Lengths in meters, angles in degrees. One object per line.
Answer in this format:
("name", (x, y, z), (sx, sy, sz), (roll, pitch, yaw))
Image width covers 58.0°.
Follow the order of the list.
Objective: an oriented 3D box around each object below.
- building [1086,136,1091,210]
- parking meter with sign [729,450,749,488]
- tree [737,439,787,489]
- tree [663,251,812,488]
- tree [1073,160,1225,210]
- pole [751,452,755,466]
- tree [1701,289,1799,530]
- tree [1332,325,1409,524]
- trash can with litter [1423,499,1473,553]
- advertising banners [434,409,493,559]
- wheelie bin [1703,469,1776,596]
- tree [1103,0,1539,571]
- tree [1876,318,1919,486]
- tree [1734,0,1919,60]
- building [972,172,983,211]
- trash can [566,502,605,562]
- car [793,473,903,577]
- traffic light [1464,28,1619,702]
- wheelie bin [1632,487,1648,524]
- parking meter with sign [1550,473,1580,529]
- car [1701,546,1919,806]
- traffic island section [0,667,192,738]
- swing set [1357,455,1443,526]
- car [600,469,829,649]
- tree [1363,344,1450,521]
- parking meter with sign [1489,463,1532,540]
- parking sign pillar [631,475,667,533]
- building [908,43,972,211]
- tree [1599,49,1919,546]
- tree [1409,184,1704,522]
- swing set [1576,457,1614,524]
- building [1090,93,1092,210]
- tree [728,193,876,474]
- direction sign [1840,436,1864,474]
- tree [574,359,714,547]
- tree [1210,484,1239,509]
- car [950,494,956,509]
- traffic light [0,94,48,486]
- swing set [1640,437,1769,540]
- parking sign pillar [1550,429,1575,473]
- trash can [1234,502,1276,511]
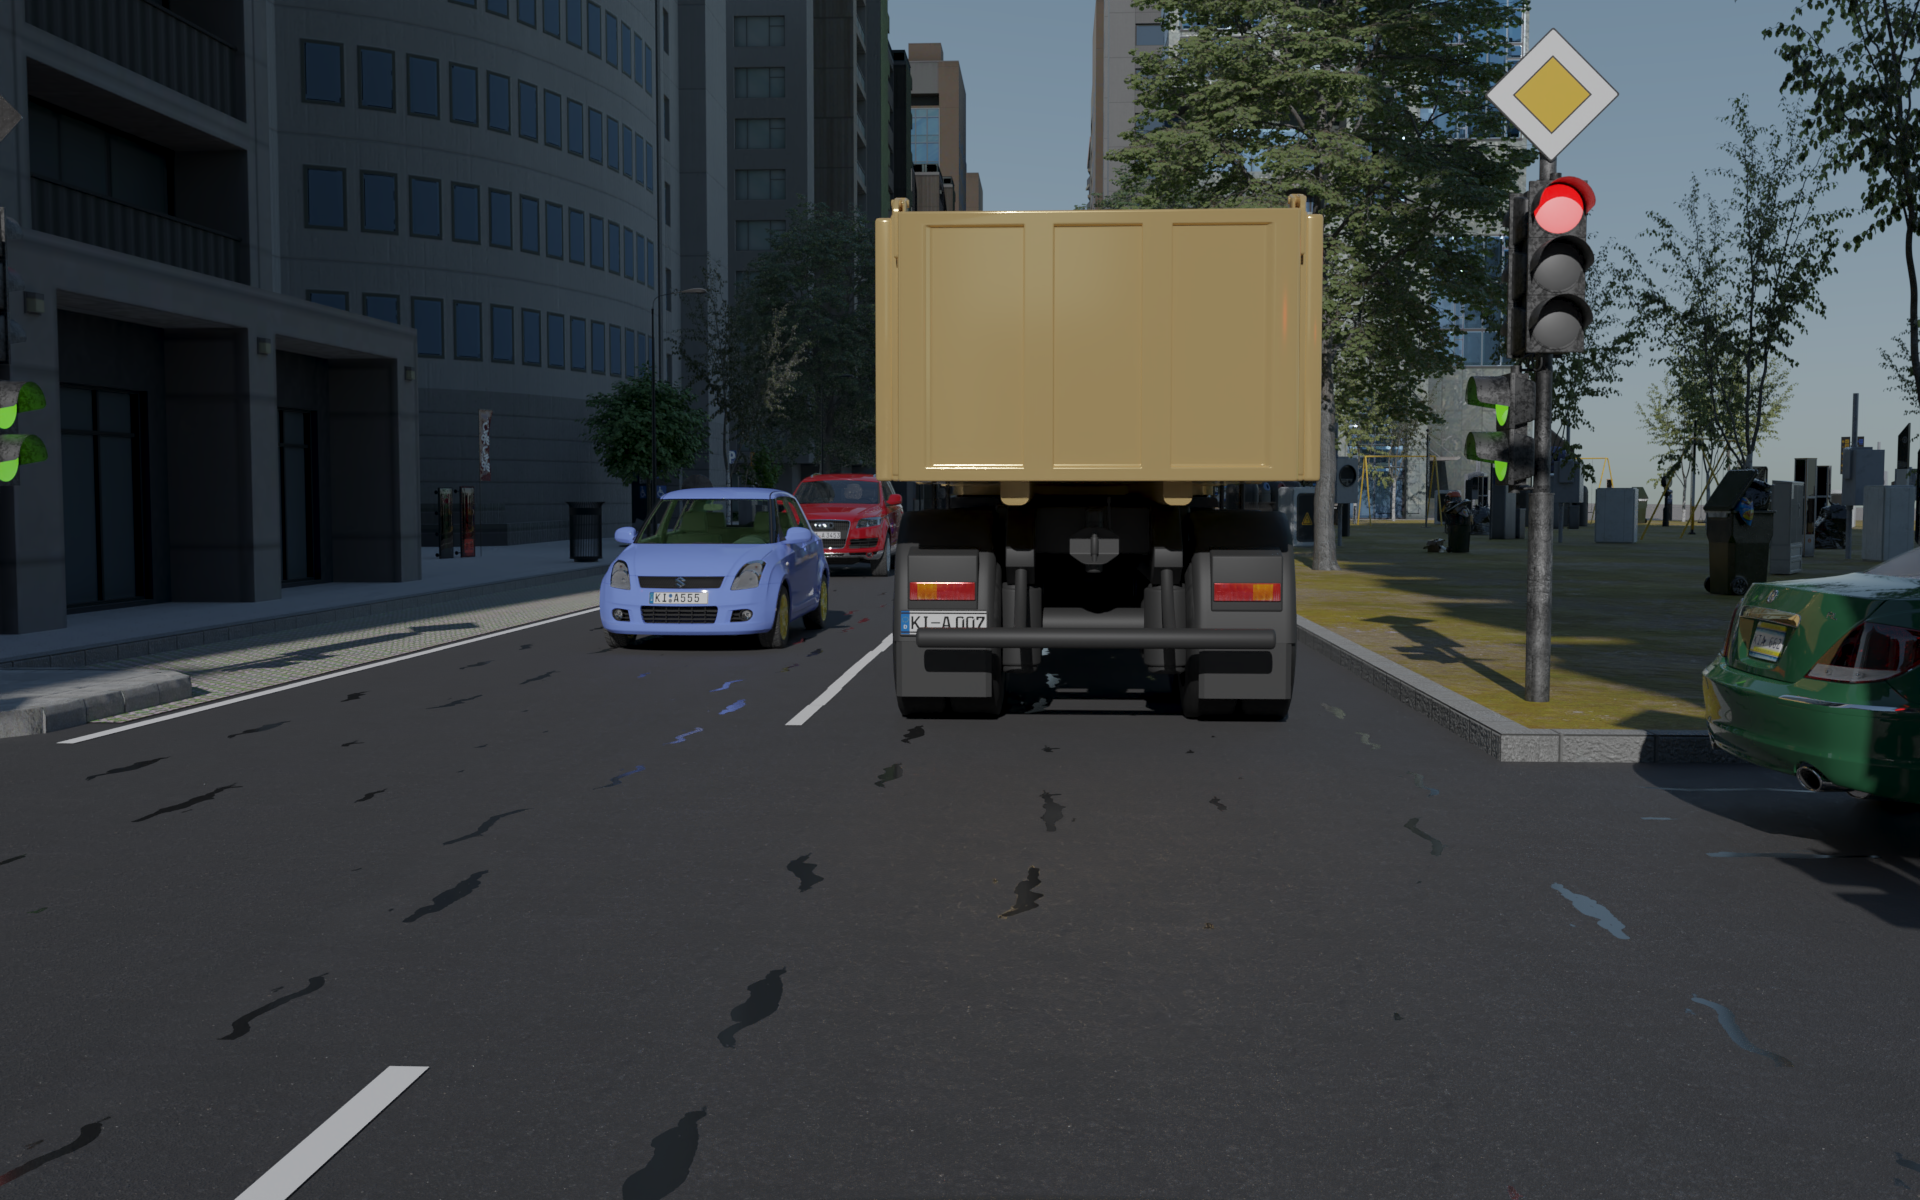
("building", (26.270, -33.893, 208.777), (22.147, 44.769, 28.867), (0, 4, 3))
("parking meter with sign", (-8.396, -4.419, 68.517), (1.738, 3.016, 0.543), (2, 4, 31))
("tree", (-6.934, -3.998, 59.961), (1.663, 3.219, 1.824), (0, 3, 0))
("tree", (-6.932, -6.300, 53.363), (4.360, 8.622, 3.978), (0, 3, 0))
("tree", (7.363, -9.632, 64.133), (9.857, 13.997, 8.962), (0, 3, 0))
("pole", (-10.087, -5.536, 84.351), (0.158, 3.312, 0.155), (0, 3, 0))
("tree", (26.885, -6.811, 61.724), (4.737, 8.622, 4.395), (0, 3, 0))
("tree", (17.044, -7.579, 74.286), (4.737, 8.622, 4.395), (0, 3, 0))
("trash can with litter", (10.687, -1.625, 37.957), (1.055, 1.170, 0.624), (2, 4, 35))
("advertising banners", (-9.998, -2.376, 35.036), (0.090, 3.025, 2.074), (1, 4, 17))
("wheelie bin", (9.960, -0.870, 22.139), (0.693, 1.594, 0.980), (0, 4, -7))
("tree", (5.903, -6.753, 28.536), (7.486, 12.596, 7.792), (0, 3, 0))
("tree", (29.374, -6.125, 50.508), (4.737, 8.622, 4.395), (0, 3, 0))
("tree", (9.261, -4.015, 16.002), (4.360, 8.622, 3.978), (0, 3, 0))
("building", (-4.075, -35.794, 235.339), (14.600, 45.320, 14.200), (0, 4, 3))
("trash can", (-7.073, -1.289, 32.728), (0.748, 1.137, 0.748), (0, 3, 0))
("car", (-2.137, -1.410, 31.727), (2.281, 1.827, 5.304), (0, 4, 3))
("traffic light", (3.561, -1.328, 10.627), (0.839, 4.253, 0.868), (0, 4, 3))
("wheelie bin", (29.450, -4.127, 75.385), (0.980, 1.594, 0.693), (-1, 4, -22))
("parking meter with sign", (21.832, -4.119, 63.614), (1.738, 3.016, 0.543), (0, 4, 7))
("car", (5.727, 0.284, 7.149), (4.920, 1.459, 2.131), (0, 4, 4))
("traffic island section", (-6.426, 0.673, 11.285), (2.009, 0.180, 2.903), (0, 4, 3))
("swing set", (17.821, -4.470, 70.700), (3.119, 2.851, 2.862), (0, 4, 3))
("car", (-2.365, -0.467, 17.219), (1.945, 1.707, 3.694), (0, 4, 4))
("tree", (20.930, -8.083, 82.516), (4.360, 8.622, 3.978), (0, 3, 0))
("parking meter with sign", (15.480, -3.235, 49.160), (0.543, 3.016, 1.738), (3, 5, 44))
("parking sign pillar", (-8.738, -3.681, 48.658), (1.447, 3.967, 1.447), (-3, 5, -40))
("building", (-6.631, -32.215, 176.821), (14.600, 45.320, 14.200), (0, 4, 3))
("tree", (14.193, -4.961, 31.468), (4.360, 8.622, 3.978), (0, 3, 0))
("tree", (14.129, -5.562, 41.293), (4.737, 8.622, 4.395), (0, 3, 0))
("swing set", (26.720, -4.731, 74.971), (3.119, 2.851, 2.862), (3, 5, 45))
("building", (24.625, -34.210, 183.030), (21.300, 48.544, 21.600), (0, 4, 3))
("tree", (-5.823, -10.302, 75.091), (9.857, 13.997, 8.962), (0, 3, 0))
("direction sign", (35.063, -4.656, 68.130), (0.379, 3.537, 0.876), (-3, 4, -38))
("tree", (-7.703, -3.580, 42.253), (4.285, 4.588, 4.351), (0, 3, 0))
("tree", (5.648, -3.341, 38.339), (4.285, 4.588, 4.351), (0, 3, 0))
("car", (-0.136, -6.936, 123.627), (2.015, 1.641, 3.980), (0, 4, 3))
("traffic light", (-6.386, -1.359, 11.148), (0.839, 4.253, 0.868), (0, 4, 3))
("swing set", (20.994, -3.108, 48.438), (2.862, 2.851, 3.119), (3, 5, 44))
("parking sign pillar", (24.377, -5.022, 70.580), (1.447, 3.967, 1.447), (-2, 4, -27))
("trash can", (5.331, -1.203, 31.316), (0.748, 1.137, 0.748), (0, 3, 0))
